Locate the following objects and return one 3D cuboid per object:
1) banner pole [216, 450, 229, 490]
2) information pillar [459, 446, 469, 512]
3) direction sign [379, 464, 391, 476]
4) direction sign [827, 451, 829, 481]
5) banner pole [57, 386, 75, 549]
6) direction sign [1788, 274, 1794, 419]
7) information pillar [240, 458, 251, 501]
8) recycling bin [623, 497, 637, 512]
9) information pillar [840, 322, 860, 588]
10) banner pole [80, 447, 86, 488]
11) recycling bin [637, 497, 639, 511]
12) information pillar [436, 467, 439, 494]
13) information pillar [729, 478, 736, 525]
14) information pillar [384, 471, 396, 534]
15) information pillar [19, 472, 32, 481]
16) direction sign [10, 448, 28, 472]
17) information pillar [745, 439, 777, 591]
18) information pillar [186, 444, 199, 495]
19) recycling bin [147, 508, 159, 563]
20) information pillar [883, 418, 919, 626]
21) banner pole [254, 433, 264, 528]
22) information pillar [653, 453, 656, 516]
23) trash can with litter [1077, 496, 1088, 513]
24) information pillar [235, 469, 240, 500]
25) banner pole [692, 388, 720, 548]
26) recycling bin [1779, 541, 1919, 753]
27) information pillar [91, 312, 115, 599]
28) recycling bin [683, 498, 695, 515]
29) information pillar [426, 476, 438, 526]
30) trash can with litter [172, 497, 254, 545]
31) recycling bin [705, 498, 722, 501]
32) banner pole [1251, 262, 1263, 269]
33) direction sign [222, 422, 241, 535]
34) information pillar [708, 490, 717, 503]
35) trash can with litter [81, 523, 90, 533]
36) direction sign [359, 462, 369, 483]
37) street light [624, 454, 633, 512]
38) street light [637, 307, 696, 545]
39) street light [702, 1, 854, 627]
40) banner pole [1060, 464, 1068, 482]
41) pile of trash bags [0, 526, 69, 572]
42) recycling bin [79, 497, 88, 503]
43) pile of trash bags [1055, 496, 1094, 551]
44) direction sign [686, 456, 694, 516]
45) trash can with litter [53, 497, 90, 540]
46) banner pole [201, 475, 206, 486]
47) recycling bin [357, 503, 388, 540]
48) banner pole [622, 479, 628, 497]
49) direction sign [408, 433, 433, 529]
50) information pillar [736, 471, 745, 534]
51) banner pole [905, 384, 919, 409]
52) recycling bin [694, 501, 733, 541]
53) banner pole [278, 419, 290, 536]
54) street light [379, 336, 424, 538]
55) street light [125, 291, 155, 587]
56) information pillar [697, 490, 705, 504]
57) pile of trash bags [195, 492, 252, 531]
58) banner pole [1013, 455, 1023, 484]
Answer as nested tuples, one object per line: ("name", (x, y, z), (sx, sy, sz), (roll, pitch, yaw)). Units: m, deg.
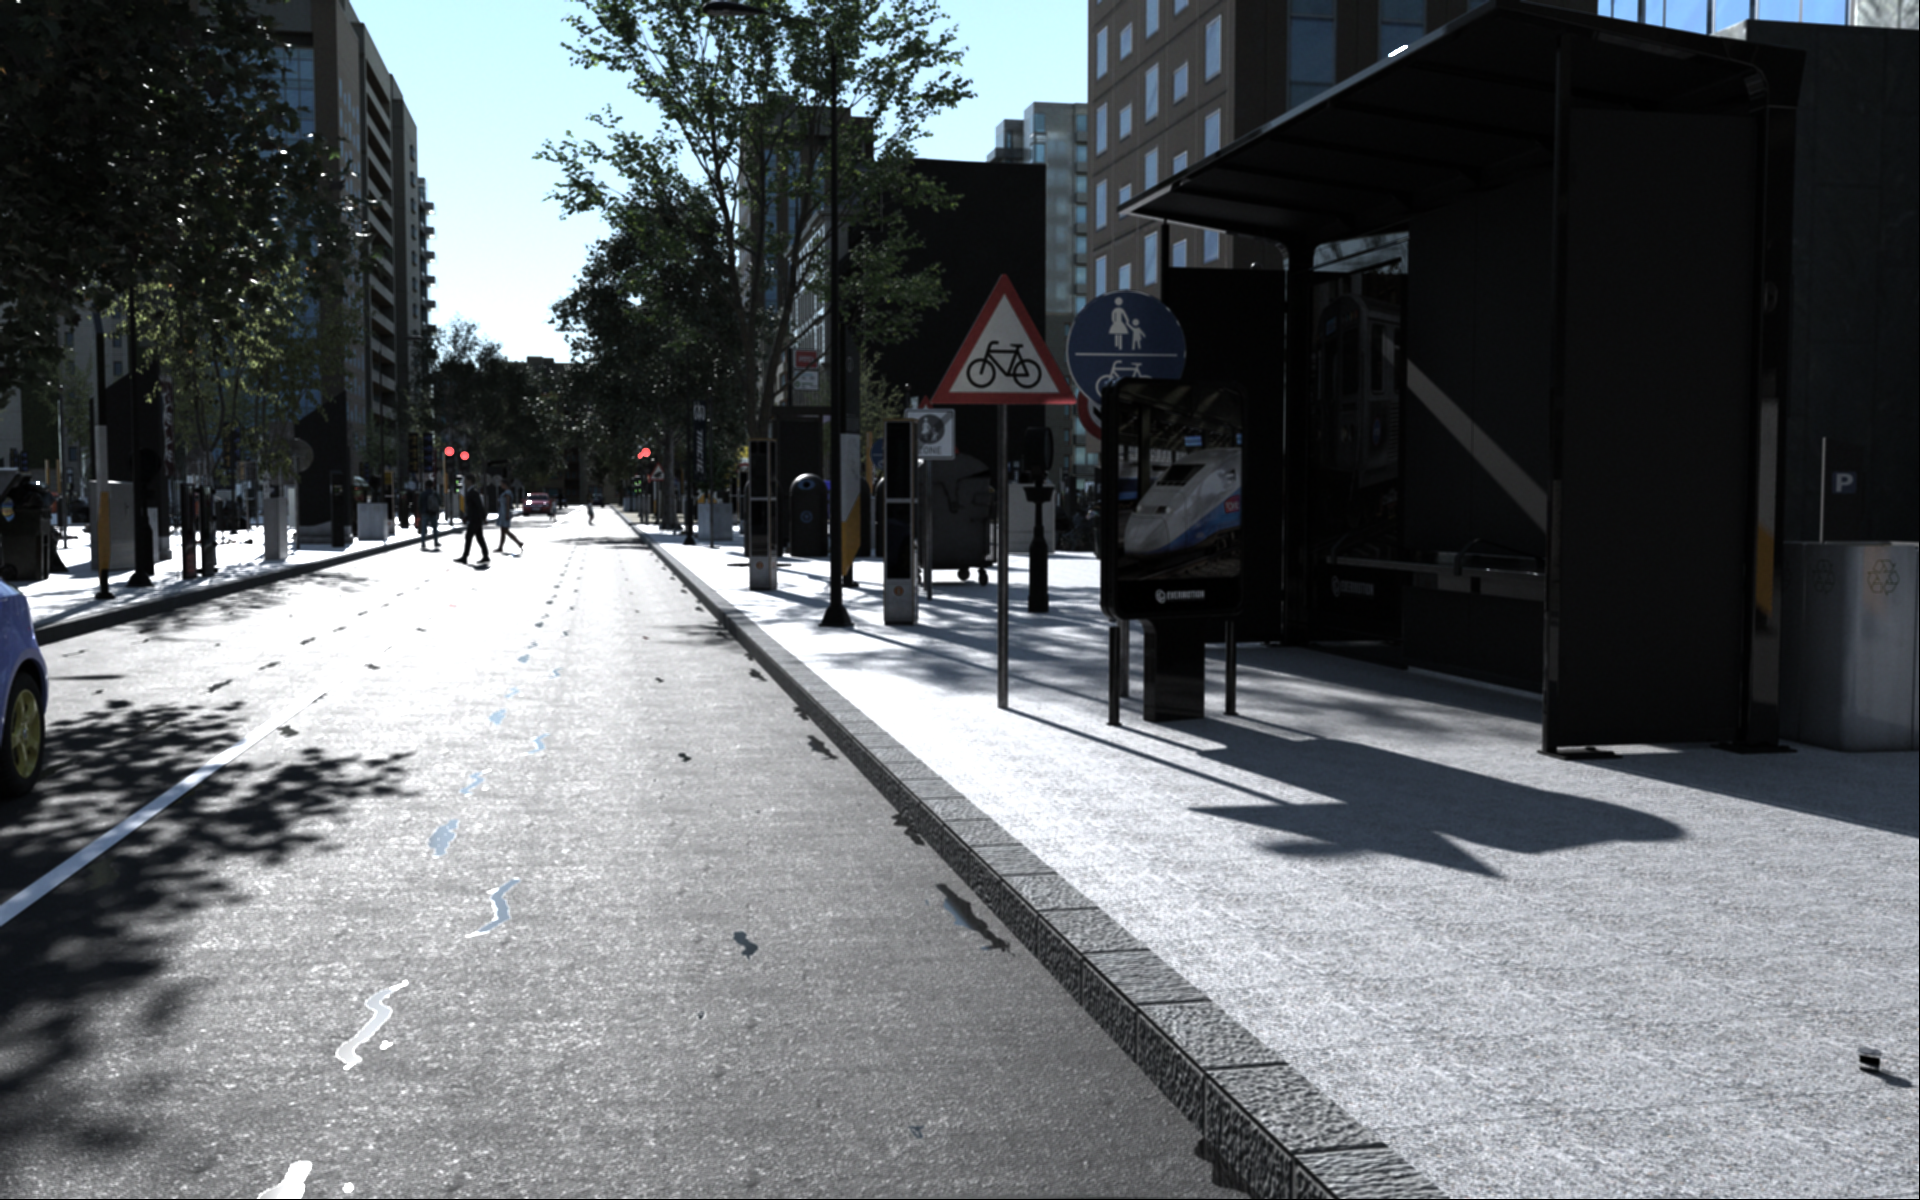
("banner pole", (-42.319, -6.682, 99.262), (0.863, 3.779, 0.401), (0, 4, 2))
("information pillar", (-23.281, -5.510, 81.446), (0.504, 3.616, 0.183), (1, 4, 10))
("direction sign", (-43.843, -8.567, 132.060), (0.876, 3.537, 0.379), (-2, 4, -32))
("direction sign", (-6.910, -6.050, 90.906), (0.379, 3.537, 0.876), (-1, 4, -10))
("banner pole", (-20.942, -3.081, 40.392), (0.401, 3.779, 0.863), (-2, 4, -32))
("direction sign", (8.164, -1.594, 18.060), (0.876, 3.537, 0.379), (1, 4, 17))
("information pillar", (-45.071, -7.228, 109.535), (0.504, 3.616, 0.183), (-1, 4, -9))
("recycling bin", (-24.008, -6.907, 125.481), (0.722, 1.027, 0.722), (-1, 4, -18))
("information pillar", (-1.521, -1.991, 23.903), (0.183, 3.616, 0.504), (1, 4, 22))
("banner pole", (-45.379, -6.091, 89.613), (0.863, 3.779, 0.401), (3, 5, 41))
("recycling bin", (-24.961, -7.319, 132.221), (0.722, 1.027, 0.722), (1, 4, 14))
("information pillar", (-40.661, -8.753, 134.473), (0.504, 3.616, 0.183), (-1, 4, -21))
("information pillar", (-9.286, -4.066, 70.970), (0.304, 2.012, 0.304), (-1, 4, -21))
("information pillar", (-18.320, -3.127, 55.618), (0.304, 2.012, 0.304), (0, 4, -8))
("information pillar", (-31.739, -3.323, 58.816), (0.304, 2.012, 0.304), (1, 4, 20))
("direction sign", (-49.436, -6.062, 91.115), (0.876, 3.537, 0.379), (0, 4, 3))
("information pillar", (-2.626, -1.136, 23.073), (0.304, 2.012, 0.304), (1, 4, 12))
("information pillar", (-34.215, -5.249, 77.182), (0.183, 3.616, 0.504), (3, 5, 41))
("recycling bin", (-15.248, -1.181, 31.861), (0.722, 1.027, 0.722), (0, 4, -3))
("information pillar", (-0.578, -0.765, 16.992), (0.304, 2.012, 0.304), (0, 4, 8))
("banner pole", (-26.090, -4.554, 64.467), (0.863, 3.779, 0.401), (3, 5, 42))
("information pillar", (-17.526, -6.625, 99.669), (0.183, 3.616, 0.504), (0, 4, 7))
("trash can with litter", (7.750, -6.097, 110.750), (1.678, 1.210, 2.233), (2, 4, 30))
("information pillar", (-58.987, -9.188, 141.580), (0.504, 3.616, 0.183), (1, 4, 16))
("banner pole", (-6.011, -3.104, 40.771), (0.401, 3.779, 0.863), (2, 4, 34))
("recycling bin", (4.684, 0.220, 8.960), (0.722, 1.027, 0.722), (-1, 4, -9))
("information pillar", (-10.467, -1.820, 21.106), (0.183, 3.616, 0.504), (-2, 4, -32))
("recycling bin", (-16.324, -5.657, 105.045), (0.722, 1.027, 0.722), (-2, 4, -33))
("information pillar", (-21.028, -3.945, 69.000), (0.304, 2.012, 0.304), (1, 4, 20))
("trash can with litter", (-18.719, -2.021, 44.106), (2.233, 1.210, 1.678), (1, 4, 11))
("recycling bin", (-14.181, -5.338, 99.836), (0.722, 1.027, 0.722), (3, 5, 42))
("banner pole", (2.985, -1.758, 18.768), (0.863, 3.779, 0.401), (-1, 4, -14))
("direction sign", (-22.998, -3.838, 54.754), (0.379, 3.537, 0.876), (1, 4, 11))
("information pillar", (-13.763, -6.424, 96.390), (0.504, 3.616, 0.183), (-1, 4, -20))
("trash can with litter", (-28.617, -2.823, 57.542), (0.624, 1.170, 1.055), (1, 4, 21))
("direction sign", (-42.421, -8.033, 123.340), (0.379, 3.537, 0.876), (2, 4, 24))
("street light", (-12.938, -6.008, 70.772), (1.470, 5.913, 1.316), (-1, 4, -12))
("street light", (-7.345, -4.330, 43.345), (1.470, 5.913, 1.316), (-1, 4, -12))
("street light", (-1.736, -2.694, 16.596), (1.470, 5.913, 1.316), (-1, 4, -12))
("banner pole", (8.671, -9.467, 144.805), (0.863, 3.779, 0.401), (1, 4, 9))
("pile of trash bags", (-15.549, -1.130, 28.233), (1.912, 1.369, 3.447), (-1, 4, -12))
("recycling bin", (-72.546, -7.978, 142.991), (0.722, 1.027, 0.722), (1, 4, 16))
("pile of trash bags", (2.599, -1.877, 40.438), (1.912, 1.369, 3.447), (-2, 4, -24))
("direction sign", (-15.879, -6.796, 103.110), (0.876, 3.537, 0.379), (0, 4, -7))
("trash can with litter", (-25.468, -2.306, 48.762), (1.678, 1.210, 2.233), (-1, 4, -18))
("banner pole", (-45.631, -7.010, 104.633), (0.863, 3.779, 0.401), (0, 4, -3))
("recycling bin", (-16.533, -2.215, 48.764), (0.722, 1.027, 0.722), (-1, 4, -9))
("banner pole", (-28.994, -9.788, 150.052), (0.401, 3.779, 0.863), (2, 4, 31))
("direction sign", (-19.867, -4.396, 63.870), (0.876, 3.537, 0.379), (0, 4, -1))
("information pillar", (-6.902, -3.114, 55.408), (0.304, 2.012, 0.304), (0, 4, -4))
("banner pole", (-1.091, -3.018, 39.365), (0.401, 3.779, 0.863), (-2, 4, -23))
("recycling bin", (-6.755, -2.155, 47.793), (0.722, 1.027, 0.722), (-3, 5, -42))
("banner pole", (-20.650, -3.824, 52.534), (0.401, 3.779, 0.863), (-3, 5, -39))
("street light", (-16.448, -4.796, 50.961), (1.470, 5.913, 1.316), (-1, 4, -12))
("street light", (-10.825, -3.142, 23.906), (1.470, 5.913, 1.316), (-1, 4, -12))
("information pillar", (-14.874, -6.592, 99.139), (0.504, 3.616, 0.183), (-3, 4, -37))
("pile of trash bags", (-26.365, -3.129, 60.904), (1.912, 1.369, 3.447), (0, 4, 0))
("banner pole", (3.786, -7.418, 111.298), (0.863, 3.779, 0.401), (1, 4, 11))
